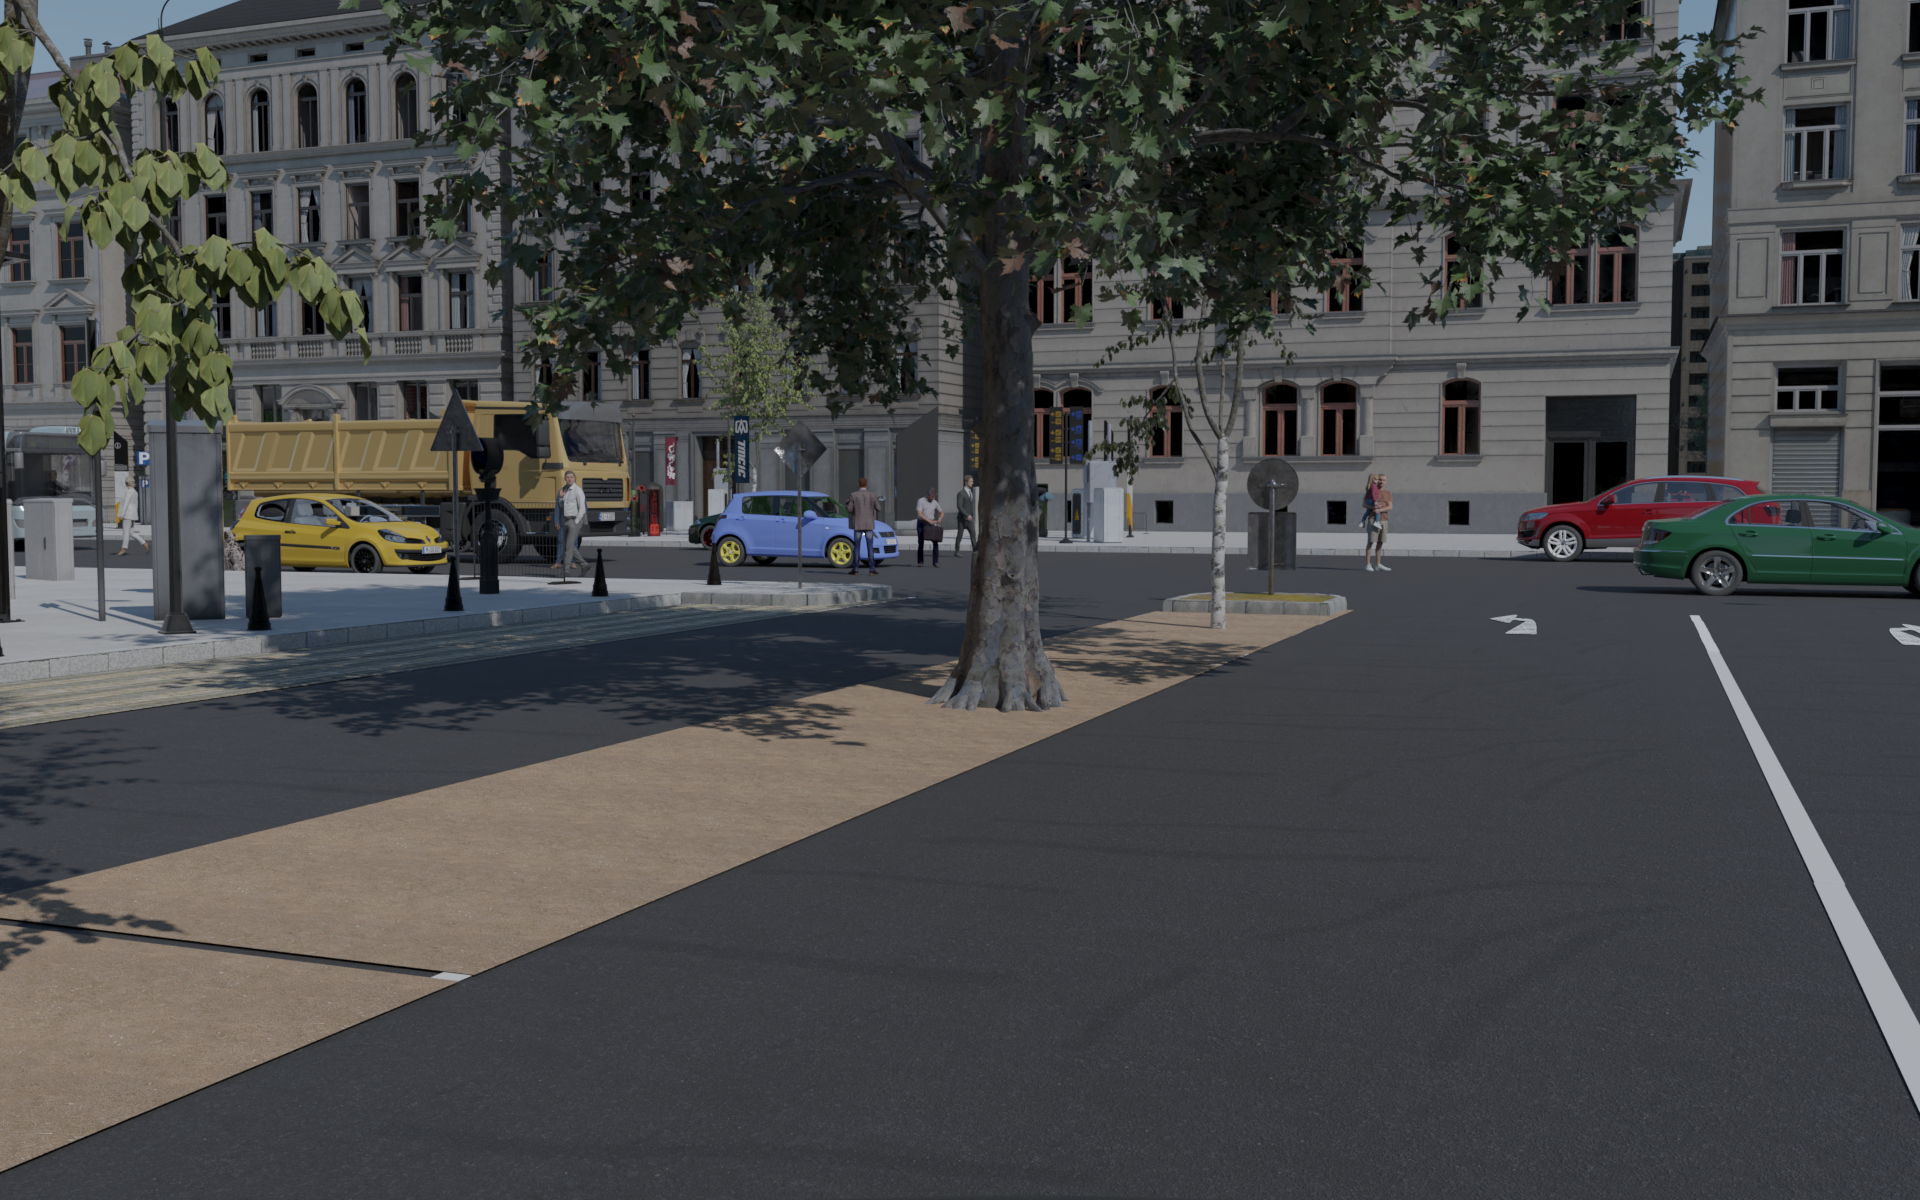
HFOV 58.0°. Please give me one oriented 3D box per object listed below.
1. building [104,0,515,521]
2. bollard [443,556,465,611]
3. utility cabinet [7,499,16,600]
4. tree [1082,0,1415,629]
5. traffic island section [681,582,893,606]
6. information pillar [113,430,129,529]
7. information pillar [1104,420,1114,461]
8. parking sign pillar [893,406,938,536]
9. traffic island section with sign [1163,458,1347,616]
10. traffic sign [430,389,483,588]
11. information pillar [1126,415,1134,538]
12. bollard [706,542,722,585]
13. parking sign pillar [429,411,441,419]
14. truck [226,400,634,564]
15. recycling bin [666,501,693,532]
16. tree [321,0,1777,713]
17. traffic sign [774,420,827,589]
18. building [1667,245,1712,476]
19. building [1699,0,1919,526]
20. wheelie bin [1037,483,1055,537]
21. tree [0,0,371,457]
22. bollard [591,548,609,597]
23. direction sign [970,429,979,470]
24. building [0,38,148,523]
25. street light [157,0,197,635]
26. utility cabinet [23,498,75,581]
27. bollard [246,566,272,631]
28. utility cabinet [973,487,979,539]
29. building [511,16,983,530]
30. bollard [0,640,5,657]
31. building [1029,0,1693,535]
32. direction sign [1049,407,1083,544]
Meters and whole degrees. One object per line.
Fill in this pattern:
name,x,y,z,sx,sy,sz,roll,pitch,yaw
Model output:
building,-24.840,-15.065,75.194,19.941,23.489,11.050,1,4,21
bollard,-5.566,-0.183,19.027,0.229,0.601,0.229,0,3,0
utility cabinet,-11.990,-0.594,20.877,1.020,1.237,0.306,-2,4,-31
tree,2.801,-4.006,18.310,4.360,8.622,3.978,0,3,0
traffic island section,-2.190,-0.074,23.487,2.009,0.180,2.903,1,4,21
information pillar,-30.817,-4.422,63.653,0.504,3.616,0.183,0,4,-6
information pillar,4.713,-3.895,55.035,0.183,3.616,0.504,3,4,36
parking sign pillar,-1.344,-3.961,53.237,1.447,3.967,1.447,-1,4,-12
traffic island section with sign,3.739,-0.814,21.443,2.006,1.907,1.989,1,4,21
traffic sign,-6.255,-1.313,21.479,0.884,2.594,0.081,2,4,29
information pillar,5.015,-3.653,51.089,0.183,3.616,0.504,1,4,15
bollard,-3.468,-0.512,24.419,0.229,0.601,0.229,0,3,0
parking sign pillar,-16.580,-4.153,56.378,1.447,3.967,1.447,-1,4,-10
truck,-11.082,-2.525,37.207,9.791,3.379,3.469,1,4,21
recycling bin,-9.668,-2.886,59.737,0.722,1.027,0.722,-2,4,-32
tree,0.347,-5.632,11.551,9.611,12.733,9.660,0,3,0
traffic sign,-2.166,-1.209,23.416,0.795,2.450,0.064,1,4,21
building,88.842,-26.422,203.707,14.107,30.474,14.160,1,4,21
building,39.028,-13.472,53.548,30.059,22.955,16.112,1,4,21
wheelie bin,2.326,-2.666,51.501,0.980,1.594,0.693,0,4,2
tree,-2.848,-3.149,4.306,4.737,8.622,4.395,0,3,0
bollard,-4.517,-0.347,21.718,0.229,0.601,0.229,0,3,0
direction sign,0.770,-3.972,56.940,0.876,3.537,0.379,0,4,-6
building,-44.400,-15.092,82.917,21.152,22.565,11.583,1,4,21
street light,-6.712,-2.632,15.577,1.470,5.913,1.316,1,4,21
utility cabinet,-13.652,-0.904,25.938,1.020,1.237,0.306,3,5,39
bollard,-6.614,-0.018,16.331,0.229,0.601,0.229,0,3,0
utility cabinet,0.534,-2.502,49.588,0.318,1.500,1.173,0,4,-3
building,-7.314,-13.363,67.641,18.267,20.994,9.793,1,4,21
bollard,-7.664,0.147,13.641,0.229,0.601,0.229,0,3,0
building,13.718,-16.810,62.237,23.554,28.519,14.401,1,4,21
direction sign,2.754,-3.240,44.967,0.876,3.537,0.379,1,4,13
